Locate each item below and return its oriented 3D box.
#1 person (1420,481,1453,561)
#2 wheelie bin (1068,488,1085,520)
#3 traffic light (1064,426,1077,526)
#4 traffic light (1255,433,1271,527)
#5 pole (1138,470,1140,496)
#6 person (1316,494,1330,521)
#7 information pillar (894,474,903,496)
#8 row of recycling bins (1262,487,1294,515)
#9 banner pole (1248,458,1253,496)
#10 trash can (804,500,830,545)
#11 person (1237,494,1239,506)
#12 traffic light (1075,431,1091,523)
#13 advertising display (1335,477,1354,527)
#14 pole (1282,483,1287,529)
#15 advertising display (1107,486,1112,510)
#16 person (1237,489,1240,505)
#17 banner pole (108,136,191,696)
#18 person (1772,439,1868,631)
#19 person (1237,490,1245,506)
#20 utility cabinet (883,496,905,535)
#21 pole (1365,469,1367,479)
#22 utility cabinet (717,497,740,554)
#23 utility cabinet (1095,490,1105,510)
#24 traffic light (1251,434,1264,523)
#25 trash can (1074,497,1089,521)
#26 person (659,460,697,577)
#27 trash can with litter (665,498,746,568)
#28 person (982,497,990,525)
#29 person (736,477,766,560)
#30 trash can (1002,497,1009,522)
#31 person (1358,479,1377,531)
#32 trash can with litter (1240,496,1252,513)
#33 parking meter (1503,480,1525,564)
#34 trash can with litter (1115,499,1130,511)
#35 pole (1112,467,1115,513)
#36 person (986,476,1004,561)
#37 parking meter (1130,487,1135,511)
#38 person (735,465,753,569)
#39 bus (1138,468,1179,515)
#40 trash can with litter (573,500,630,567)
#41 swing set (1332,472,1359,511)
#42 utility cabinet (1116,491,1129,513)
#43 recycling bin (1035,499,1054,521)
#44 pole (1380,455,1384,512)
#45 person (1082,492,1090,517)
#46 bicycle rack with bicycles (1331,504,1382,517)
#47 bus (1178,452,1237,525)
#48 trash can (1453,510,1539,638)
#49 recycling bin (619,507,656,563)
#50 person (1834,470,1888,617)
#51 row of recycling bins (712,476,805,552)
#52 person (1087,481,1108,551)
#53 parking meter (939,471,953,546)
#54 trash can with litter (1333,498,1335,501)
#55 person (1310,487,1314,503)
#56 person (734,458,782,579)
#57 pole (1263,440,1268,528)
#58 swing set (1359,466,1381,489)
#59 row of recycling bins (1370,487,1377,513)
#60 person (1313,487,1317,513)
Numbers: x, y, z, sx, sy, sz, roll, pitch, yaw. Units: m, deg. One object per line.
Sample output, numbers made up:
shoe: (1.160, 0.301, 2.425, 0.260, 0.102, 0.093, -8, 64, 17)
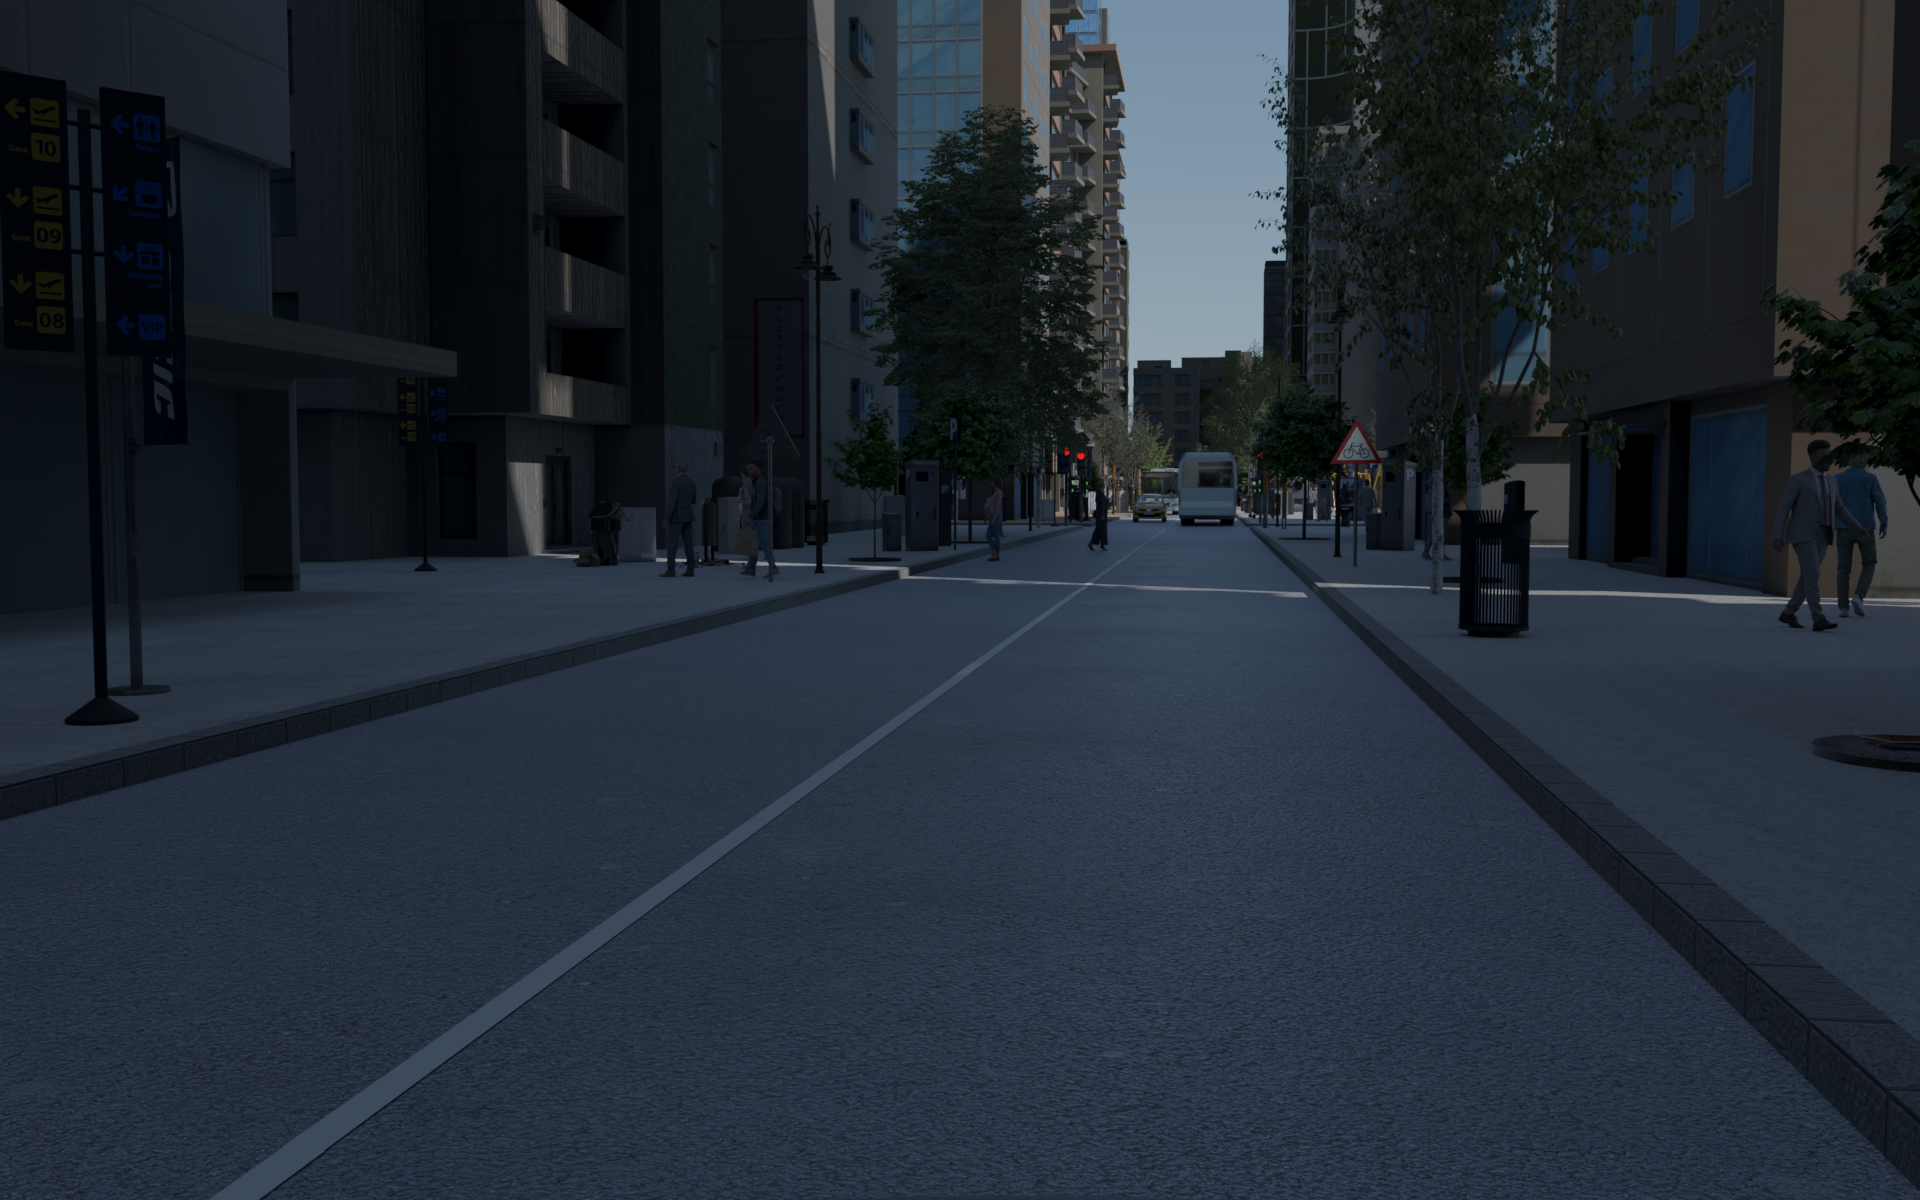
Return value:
person: (9.240, -1.646, 33.296, 0.721, 1.781, 0.623, -1, 4, -10)
wheelie bin: (5.822, -4.827, 86.825, 0.980, 1.594, 0.693, -1, 4, -22)
traffic light: (4.271, -4.919, 69.349, 0.839, 4.253, 0.868, 1, 4, 8)
traffic light: (12.052, -4.851, 68.229, 0.839, 4.253, 0.868, 1, 4, 8)
pole: (15.022, -9.262, 145.284, 0.158, 3.312, 0.155, 0, 3, 0)
person: (17.035, -4.337, 81.222, 0.640, 1.303, 0.475, -1, 4, -14)
information pillar: (-2.116, -3.421, 60.426, 0.304, 2.012, 0.304, -2, 4, -28)
row of recycling bins: (19.461, -6.099, 106.824, 1.069, 1.692, 3.534, 3, 5, 41)
banner pole: (19.835, -7.856, 118.455, 0.401, 3.779, 0.863, -1, 4, -17)
trash can: (-3.615, -1.947, 43.485, 0.748, 1.137, 0.748, 0, 3, 0)
person: (30.670, -11.114, 191.018, 0.557, 1.426, 1.065, 3, 4, 38)
traffic light: (5.429, -5.402, 77.250, 0.839, 4.253, 0.868, 1, 4, 8)
advertising display: (15.004, -3.800, 67.345, 0.123, 1.923, 0.974, -3, 4, -37)
pole: (11.945, -4.273, 63.708, 0.158, 3.312, 0.155, 0, 3, 0)
advertising display: (11.953, -8.139, 138.279, 0.123, 1.923, 0.974, 1, 4, 23)
person: (31.076, -11.431, 192.949, 0.705, 1.822, 1.348, 2, 4, 31)
banner pole: (-5.123, -1.280, 10.947, 0.863, 3.779, 0.401, 2, 4, 33)
person: (8.040, -0.612, 16.331, 0.678, 1.792, 0.850, -1, 4, -18)
person: (29.646, -10.763, 182.734, 1.217, 1.736, 0.721, 3, 4, 38)
utility cabinet: (-1.868, -2.613, 53.883, 1.020, 1.237, 0.306, -2, 4, -23)
pole: (33.288, -9.066, 142.072, 0.158, 3.312, 0.155, 0, 3, 0)
utility cabinet: (-4.984, -1.597, 37.270, 0.306, 1.237, 1.020, -1, 4, -19)
utility cabinet: (7.605, -5.226, 94.131, 0.318, 1.500, 1.173, 0, 4, -6)
traffic light: (13.210, -5.334, 76.130, 0.839, 4.253, 0.868, 1, 4, 8)
trash can: (5.693, -4.260, 81.312, 0.748, 1.137, 0.748, 0, 3, 0)
person: (-4.398, -1.265, 26.898, 0.590, 1.801, 0.661, 2, 4, 31)
trash can with litter: (-4.700, -1.225, 31.087, 1.678, 1.210, 2.233, 0, 4, 5)
person: (1.169, -3.647, 72.406, 0.640, 1.303, 0.475, 1, 4, 13)
person: (-3.970, -1.656, 33.795, 0.598, 1.740, 0.731, 1, 4, 22)
trash can: (1.876, -4.178, 79.965, 0.748, 1.137, 0.748, 0, 3, 0)
person: (14.101, -3.285, 60.024, 0.678, 1.792, 0.850, 0, 4, -2)
trash can with litter: (21.007, -7.100, 127.477, 0.624, 1.170, 1.055, -1, 4, -9)
parking meter: (10.214, -1.439, 31.933, 0.372, 1.533, 0.369, 0, 3, 0)
trash can with litter: (11.427, -6.756, 121.851, 1.055, 1.170, 0.624, -3, 5, -45)
pole: (10.366, -7.519, 116.778, 0.158, 3.312, 0.155, 0, 3, 0)
person: (0.740, -1.748, 37.094, 0.388, 1.821, 0.555, -1, 4, -15)
parking meter: (13.434, -7.909, 135.021, 0.255, 1.863, 0.399, 2, 4, 31)
person: (-3.657, -1.426, 29.700, 0.374, 1.781, 0.599, 1, 4, 12)
bus: (14.170, -7.720, 121.078, 2.948, 3.499, 13.247, 1, 4, 9)
trash can with litter: (-6.401, -1.190, 30.849, 0.624, 1.170, 1.055, 1, 4, 20)
swing set: (27.891, -7.798, 125.110, 2.862, 2.851, 3.119, -2, 4, -29)
utility cabinet: (11.011, -6.653, 117.459, 0.318, 1.500, 1.173, 3, 4, 37)
recycling bin: (4.087, -4.321, 83.199, 0.722, 1.027, 0.722, -2, 4, -33)
pole: (21.916, -5.874, 89.884, 0.158, 3.312, 0.155, 0, 3, 0)
person: (6.958, -5.578, 97.347, 0.850, 1.850, 0.679, -1, 4, -21)
bicycle rack with bicycles: (20.900, -4.827, 92.306, 2.852, 0.926, 2.925, -3, 4, -38)
bus: (11.837, -5.374, 82.723, 2.948, 3.499, 13.247, 1, 4, 8)
trash can: (4.825, -0.243, 15.633, 0.748, 1.137, 0.748, 0, 3, 0)
recycling bin: (-6.249, -1.243, 32.882, 0.722, 1.027, 0.722, -3, 4, -39)
person: (9.290, -0.711, 18.004, 0.601, 1.785, 0.444, 3, 5, 39)
row of recycling bins: (-4.592, -2.016, 40.076, 1.069, 1.692, 3.534, 1, 4, 22)
person: (3.545, -2.138, 43.874, 0.534, 1.772, 0.576, -3, 4, -39)
parking meter: (-0.403, -2.260, 42.654, 0.399, 1.863, 0.255, -1, 4, -23)
trash can with litter: (26.358, -6.679, 120.590, 0.624, 1.170, 1.055, 1, 4, 18)
person: (26.009, -7.504, 128.836, 0.767, 1.812, 0.694, -2, 4, -35)
person: (-3.061, -1.233, 26.181, 0.713, 1.824, 0.794, 1, 4, 10)
pole: (11.447, -4.348, 64.936, 0.158, 3.312, 0.155, 0, 3, 0)
swing set: (24.349, -6.003, 95.774, 3.119, 2.851, 2.862, -1, 4, -21)
row of recycling bins: (23.678, -5.743, 101.010, 1.069, 1.692, 3.534, 2, 4, 24)
person: (24.184, -6.784, 117.631, 0.598, 1.740, 0.731, -3, 5, -44)
